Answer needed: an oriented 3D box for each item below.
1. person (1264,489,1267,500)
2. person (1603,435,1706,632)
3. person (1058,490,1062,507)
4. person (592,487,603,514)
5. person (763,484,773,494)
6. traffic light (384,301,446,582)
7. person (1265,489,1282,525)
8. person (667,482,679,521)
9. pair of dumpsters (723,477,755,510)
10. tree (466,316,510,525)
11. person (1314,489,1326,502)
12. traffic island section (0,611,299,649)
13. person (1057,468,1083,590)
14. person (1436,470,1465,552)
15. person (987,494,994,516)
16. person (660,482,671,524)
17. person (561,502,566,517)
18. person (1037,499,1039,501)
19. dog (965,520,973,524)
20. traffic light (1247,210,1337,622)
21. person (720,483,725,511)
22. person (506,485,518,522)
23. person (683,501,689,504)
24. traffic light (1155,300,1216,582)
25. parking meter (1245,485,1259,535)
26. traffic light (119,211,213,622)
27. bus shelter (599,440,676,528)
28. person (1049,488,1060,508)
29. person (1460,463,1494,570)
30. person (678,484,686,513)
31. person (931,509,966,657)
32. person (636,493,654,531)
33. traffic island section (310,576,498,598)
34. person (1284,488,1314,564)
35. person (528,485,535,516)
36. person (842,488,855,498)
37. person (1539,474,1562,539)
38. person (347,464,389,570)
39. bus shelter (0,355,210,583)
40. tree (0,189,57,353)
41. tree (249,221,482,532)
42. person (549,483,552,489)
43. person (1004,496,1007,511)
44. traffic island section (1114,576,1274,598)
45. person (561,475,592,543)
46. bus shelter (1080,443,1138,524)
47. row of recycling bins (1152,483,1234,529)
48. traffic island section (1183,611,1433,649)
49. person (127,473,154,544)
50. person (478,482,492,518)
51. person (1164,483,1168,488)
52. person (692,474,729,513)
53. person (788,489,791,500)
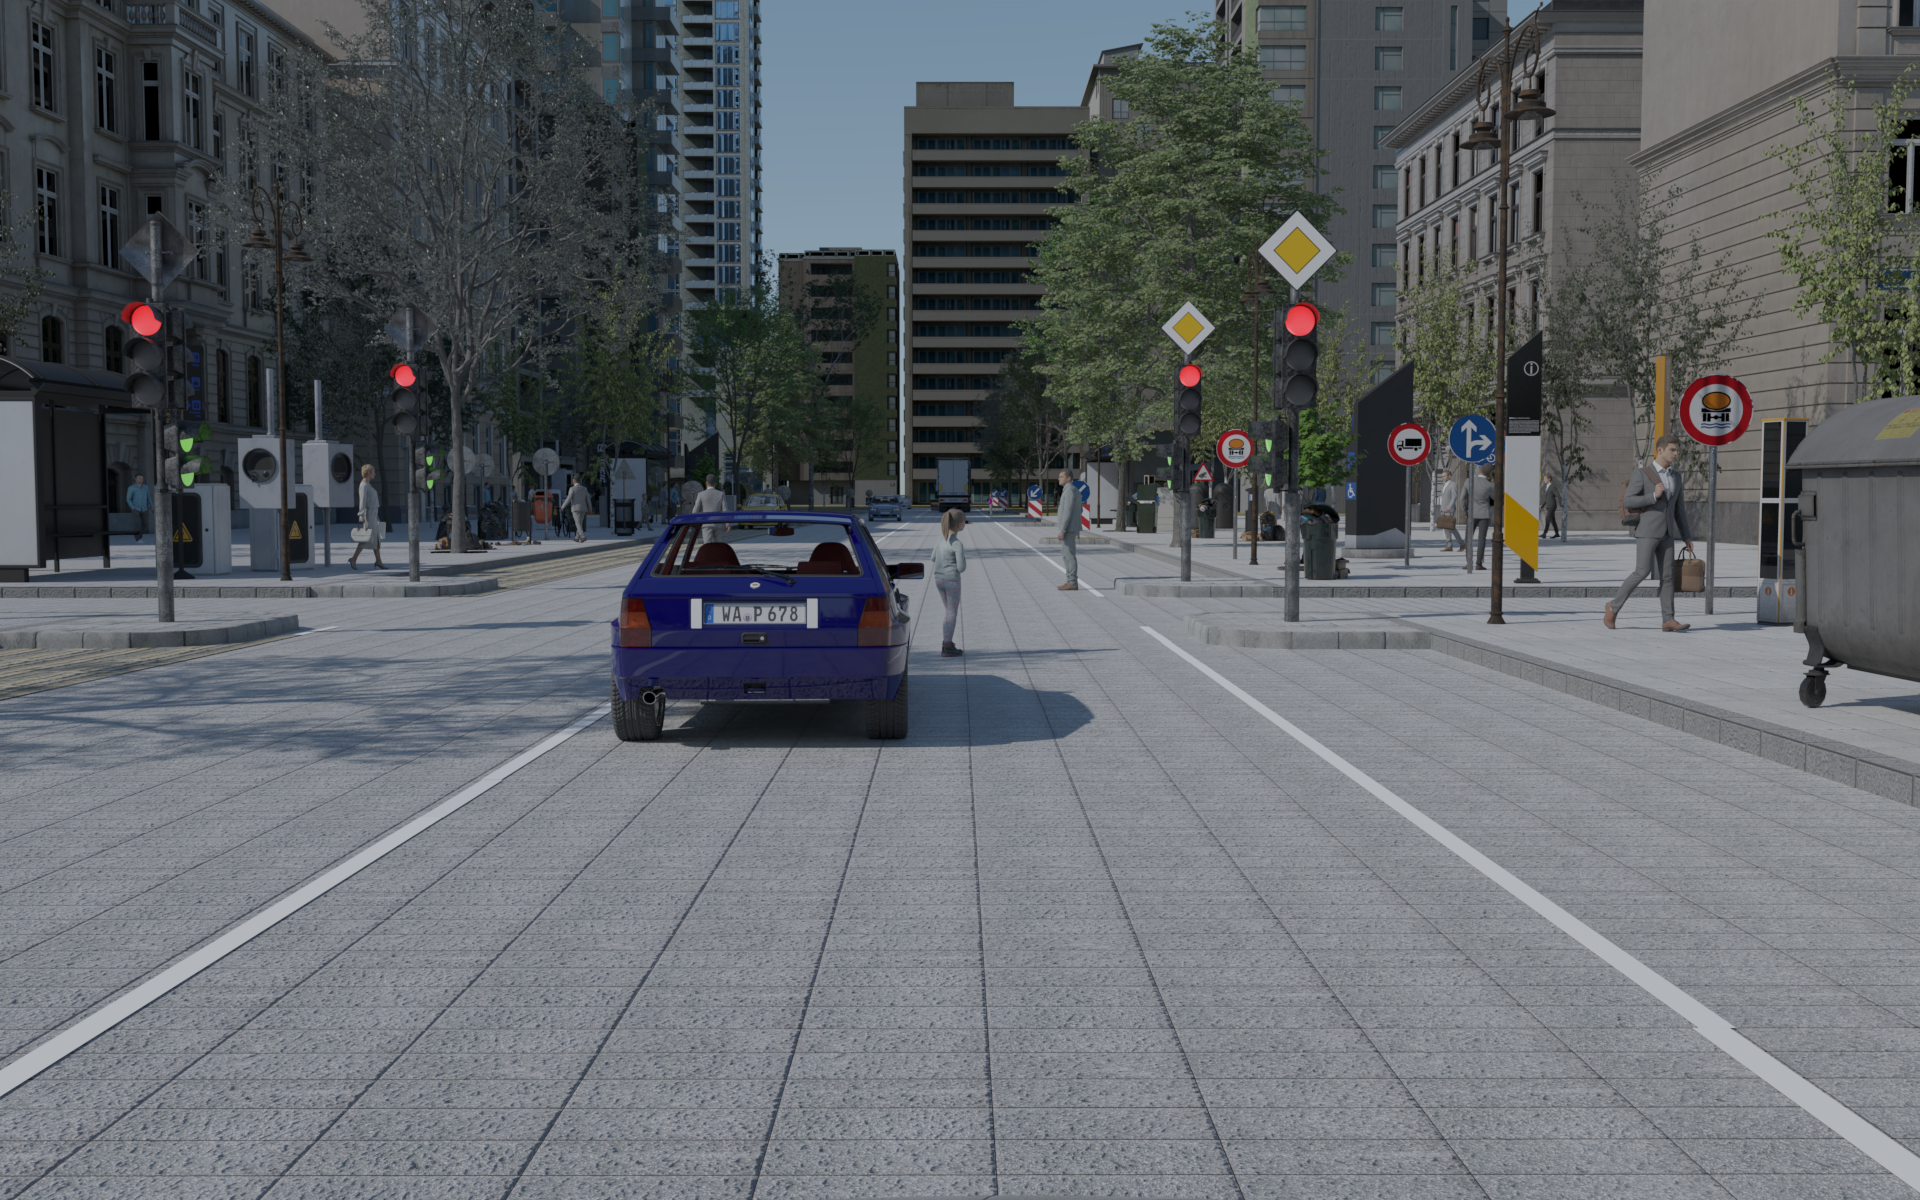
[{"bbox_3d":[15.999,-5.083,89.251,0.679,1.850,0.850,2,4,31],"label":"person"},{"bbox_3d":[6.504,-0.624,16.214,0.622,1.834,0.822,-2,4,-29],"label":"person"},{"bbox_3d":[10.069,-10.237,174.237,1.217,1.723,0.721,-2,4,-31],"label":"person"},{"bbox_3d":[-23.266,-6.425,111.104,0.705,1.822,1.348,2,4,32],"label":"person"},{"bbox_3d":[-10.326,-5.297,92.772,0.709,1.813,0.853,-2,4,-29],"label":"person"},{"bbox_3d":[-7.967,-2.222,25.244,0.839,4.253,0.868,0,4,0],"label":"traffic light"},{"bbox_3d":[9.081,-2.649,50.099,0.466,1.731,0.760,0,4,2],"label":"person"},{"bbox_3d":[-12.654,-4.299,76.345,0.620,1.820,0.660,0,4,4],"label":"person"},{"bbox_3d":[-12.431,-5.748,96.479,1.574,2.255,4.437,0,4,0],"label":"pair of dumpsters"},{"bbox_3d":[-18.628,-7.472,72.526,4.737,8.622,4.395,0,3,0],"label":"tree"},{"bbox_3d":[16.057,-4.336,77.122,0.721,1.800,0.419,-2,4,-31],"label":"person"},{"bbox_3d":[-7.984,0.299,17.393,2.009,0.180,2.903,0,4,0],"label":"traffic island section"},{"bbox_3d":[1.631,-1.052,25.803,0.391,1.810,0.635,0,4,6],"label":"person"},{"bbox_3d":[10.868,-1.980,38.544,0.853,1.813,0.709,-1,4,-18],"label":"person"},{"bbox_3d":[1.928,-6.066,110.906,0.599,1.433,0.991,-1,4,-18],"label":"person"},{"bbox_3d":[-12.389,-4.090,73.106,0.583,1.804,0.606,-3,5,-39],"label":"person"},{"bbox_3d":[-21.388,-5.317,93.204,0.478,1.798,0.641,0,4,-7],"label":"person"},{"bbox_3d":[7.672,-10.087,171.785,0.721,1.723,1.217,3,4,37],"label":"person"},{"bbox_3d":[0.339,-3.798,82.296,0.748,0.427,0.550,0,4,6],"label":"dog"},{"bbox_3d":[3.318,-1.736,17.307,0.839,4.253,0.868,0,4,0],"label":"traffic light"},{"bbox_3d":[-10.737,-4.392,78.028,0.709,1.800,0.728,2,4,34],"label":"person"},{"bbox_3d":[-20.609,-4.457,79.924,0.522,1.701,0.512,1,4,22],"label":"person"},{"bbox_3d":[-8.454,-2.481,54.078,0.382,1.210,0.505,-1,4,-17],"label":"person"},{"bbox_3d":[3.294,-2.225,25.292,0.839,4.253,0.868,0,4,0],"label":"traffic light"},{"bbox_3d":[8.373,-2.525,49.692,0.372,1.533,0.369,0,3,0],"label":"parking meter"},{"bbox_3d":[-7.944,-1.733,17.259,0.839,4.253,0.868,0,4,0],"label":"traffic light"},{"bbox_3d":[-12.517,-4.505,67.586,2.014,3.302,5.546,0,3,0],"label":"bus shelter"},{"bbox_3d":[8.547,-9.159,155.416,0.705,1.869,1.348,-3,5,-42],"label":"person"},{"bbox_3d":[8.750,-1.408,29.247,0.592,1.802,0.473,3,4,37],"label":"person"},{"bbox_3d":[-13.319,-4.709,83.312,0.520,1.790,0.573,0,4,2],"label":"person"},{"bbox_3d":[-0.074,-0.155,15.312,0.425,1.301,0.394,3,4,37],"label":"person"},{"bbox_3d":[-11.008,-3.064,60.408,0.640,1.303,0.475,-1,4,-22],"label":"person"},{"bbox_3d":[-8.007,-0.189,25.378,2.009,0.180,2.903,0,4,0],"label":"traffic island section"},{"bbox_3d":[6.216,-1.558,31.691,0.592,1.802,0.473,-3,4,-37],"label":"person"},{"bbox_3d":[-24.499,-5.676,99.072,0.478,1.798,0.641,3,5,43],"label":"person"},{"bbox_3d":[-10.525,-9.562,162.462,1.350,1.814,0.705,1,4,20],"label":"person"},{"bbox_3d":[16.971,-2.699,49.942,0.755,1.850,0.659,0,4,-2],"label":"person"},{"bbox_3d":[-10.049,-1.404,29.350,0.624,1.780,0.694,0,4,3],"label":"person"},{"bbox_3d":[-14.079,-2.055,27.523,2.014,3.302,5.546,0,4,0],"label":"bus shelter"},{"bbox_3d":[-21.680,-5.310,37.178,4.360,8.622,3.978,0,3,0],"label":"tree"},{"bbox_3d":[-19.468,-7.535,57.617,7.601,10.594,8.767,0,4,-3],"label":"tree"},{"bbox_3d":[-20.892,-5.077,88.850,0.447,1.846,0.655,-1,4,-12],"label":"person"},{"bbox_3d":[3.621,-7.686,134.843,0.721,1.739,1.217,0,4,0],"label":"person"},{"bbox_3d":[3.335,-0.191,25.406,2.009,0.180,2.903,0,4,0],"label":"traffic island section"},{"bbox_3d":[-10.096,-2.415,45.805,0.678,1.792,0.850,-3,5,-45],"label":"person"},{"bbox_3d":[6.104,-4.712,70.964,2.014,3.302,5.546,0,4,0],"label":"bus shelter"},{"bbox_3d":[8.539,-3.523,64.716,3.534,1.692,1.069,2,4,25],"label":"row of recycling bins"},{"bbox_3d":[3.358,0.297,17.421,2.009,0.180,2.903,0,4,0],"label":"traffic island section"},{"bbox_3d":[-21.286,-2.376,44.906,0.620,1.820,0.660,2,4,29],"label":"person"},{"bbox_3d":[-22.504,-4.660,82.103,0.748,1.841,0.638,2,4,35],"label":"person"},{"bbox_3d":[9.454,-4.520,80.040,0.778,1.811,0.616,1,4,19],"label":"person"},{"bbox_3d":[-4.507,-1.383,31.394,0.678,1.792,0.850,-1,4,-13],"label":"person"},{"bbox_3d":[-15.304,-9.098,154.790,0.705,1.824,1.348,0,4,0],"label":"person"}]
